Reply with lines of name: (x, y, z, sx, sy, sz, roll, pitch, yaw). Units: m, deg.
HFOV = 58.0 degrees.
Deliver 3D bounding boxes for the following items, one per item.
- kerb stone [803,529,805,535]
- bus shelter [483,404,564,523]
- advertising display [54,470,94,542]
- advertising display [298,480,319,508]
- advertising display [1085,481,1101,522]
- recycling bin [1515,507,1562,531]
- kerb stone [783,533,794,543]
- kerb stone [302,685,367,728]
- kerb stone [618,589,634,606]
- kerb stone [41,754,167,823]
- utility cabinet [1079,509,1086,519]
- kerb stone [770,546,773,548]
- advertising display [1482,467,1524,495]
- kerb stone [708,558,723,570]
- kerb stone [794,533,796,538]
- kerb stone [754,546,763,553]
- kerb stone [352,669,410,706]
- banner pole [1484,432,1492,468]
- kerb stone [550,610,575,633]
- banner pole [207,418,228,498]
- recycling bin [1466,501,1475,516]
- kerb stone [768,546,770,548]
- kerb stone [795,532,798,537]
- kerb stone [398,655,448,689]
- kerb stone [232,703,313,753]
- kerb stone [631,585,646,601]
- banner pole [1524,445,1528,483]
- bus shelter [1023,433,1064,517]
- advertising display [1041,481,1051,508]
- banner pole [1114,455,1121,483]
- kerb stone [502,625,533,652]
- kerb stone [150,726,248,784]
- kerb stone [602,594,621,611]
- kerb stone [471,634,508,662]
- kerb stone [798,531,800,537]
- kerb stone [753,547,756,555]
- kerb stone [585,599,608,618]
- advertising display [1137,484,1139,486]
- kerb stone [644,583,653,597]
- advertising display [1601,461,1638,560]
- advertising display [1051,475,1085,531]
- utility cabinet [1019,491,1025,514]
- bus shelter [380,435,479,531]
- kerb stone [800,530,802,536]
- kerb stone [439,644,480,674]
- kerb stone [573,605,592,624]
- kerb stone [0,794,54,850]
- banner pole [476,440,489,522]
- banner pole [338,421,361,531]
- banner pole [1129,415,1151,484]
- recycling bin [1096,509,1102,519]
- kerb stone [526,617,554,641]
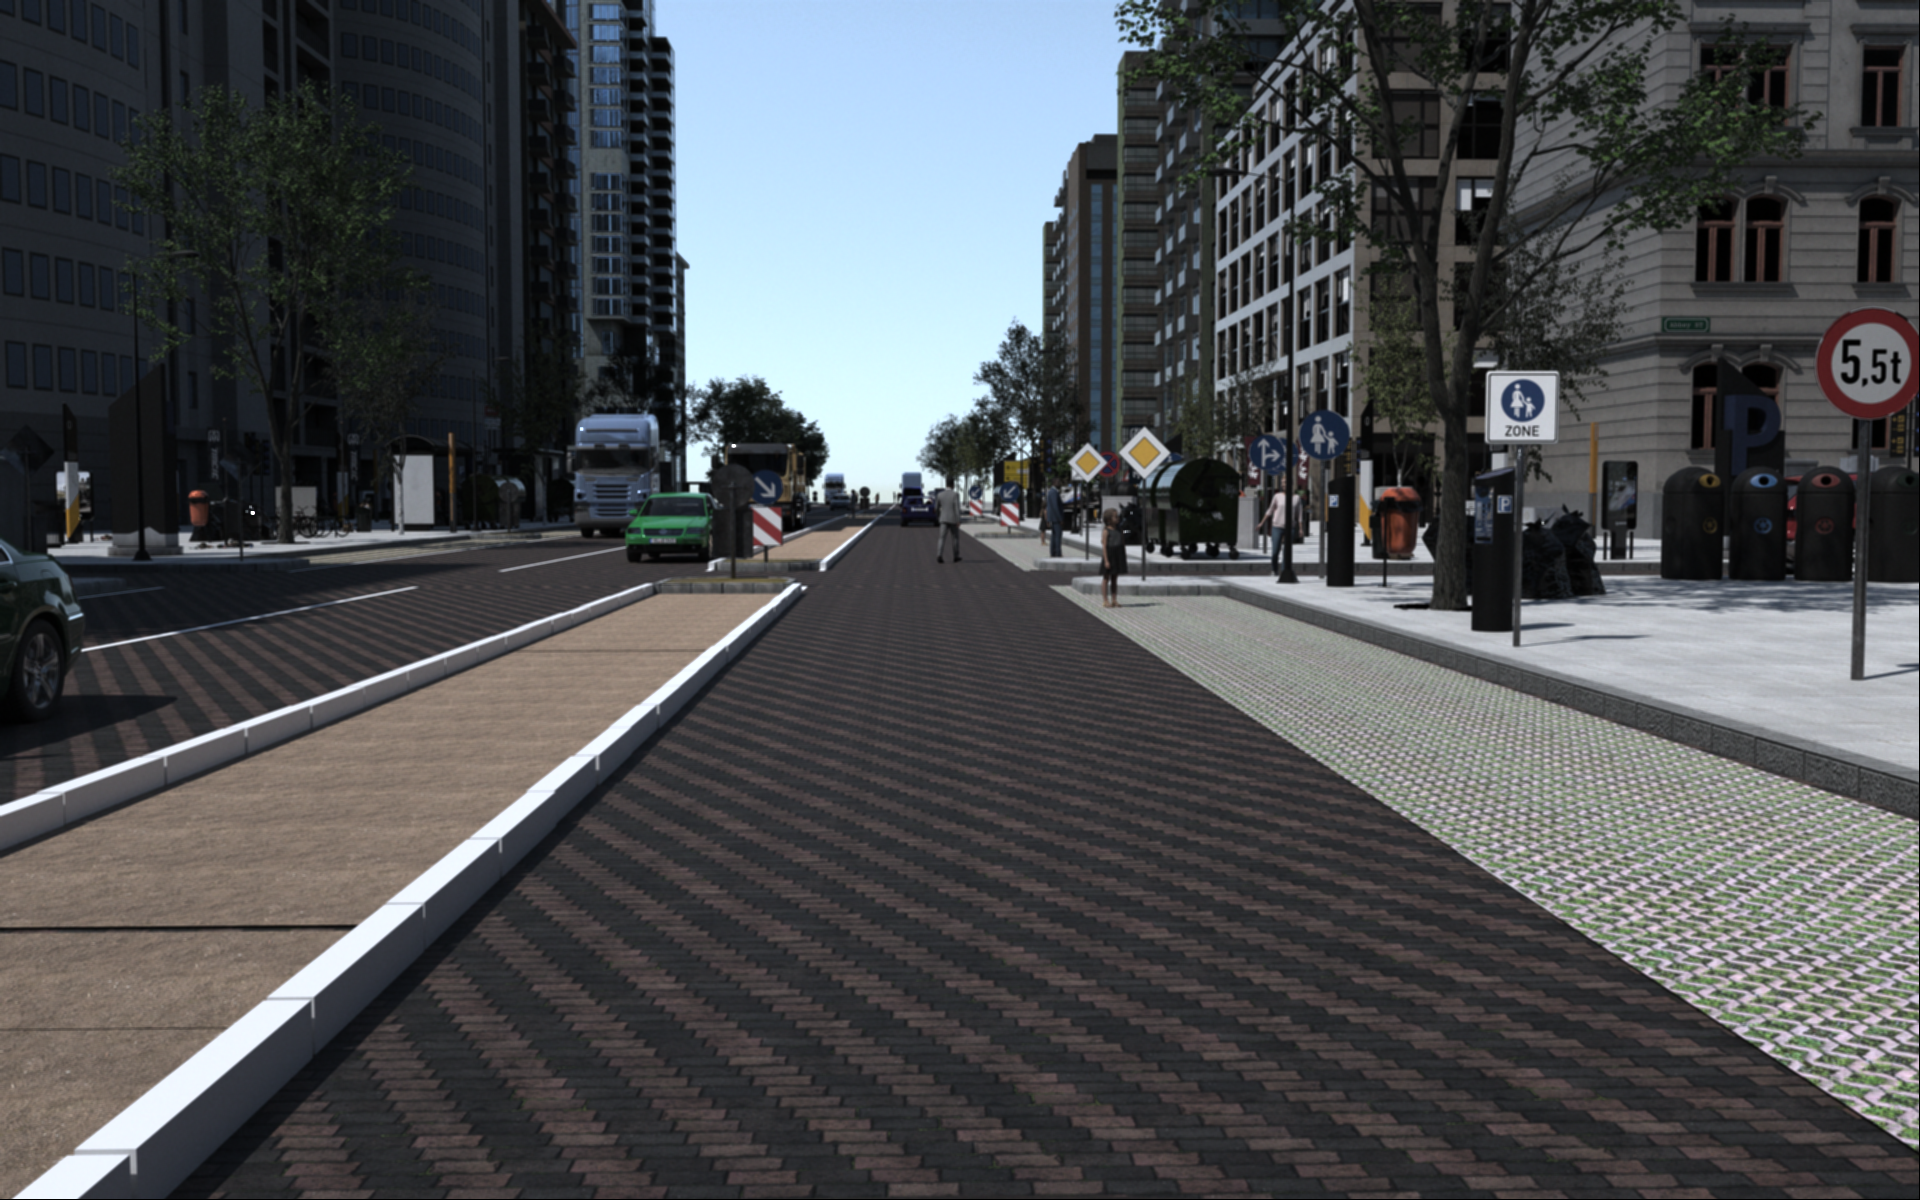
kerb stone: (-5.517, -2.296, 59.742, 0.120, 0.150, 1.000, 0, 4, -2)
bus shelter: (-20.283, -6.275, 80.224, 2.179, 5.291, 8.768, 0, 4, -2)
advertising display: (-23.527, -2.496, 46.026, 0.974, 1.923, 0.123, 0, 3, 0)
advertising display: (-30.274, -4.602, 80.456, 0.123, 1.923, 0.974, 3, 4, 38)
advertising display: (5.942, -4.523, 79.162, 0.974, 1.923, 0.123, 1, 4, 19)
recycling bin: (11.066, -1.270, 33.311, 0.722, 1.027, 0.722, -1, 4, -21)
kerb stone: (-5.323, -1.921, 53.596, 0.120, 0.150, 1.000, 0, 4, -2)
kerb stone: (-4.010, 0.686, 11.023, 0.120, 0.150, 1.000, 0, 4, -2)
kerb stone: (-4.364, -0.002, 22.300, 0.120, 0.150, 1.000, 0, 4, -2)
kerb stone: (-3.930, 0.871, 7.955, 0.120, 0.150, 1.000, 0, 4, -2)
utility cabinet: (6.513, -4.806, 89.739, 0.306, 1.237, 1.020, -1, 4, -19)
kerb stone: (-5.080, -1.418, 45.399, 0.120, 0.150, 1.000, 0, 4, -2)
advertising display: (13.067, -2.234, 41.742, 0.974, 1.923, 0.123, 0, 4, 4)
kerb stone: (-4.691, -0.666, 33.091, 0.120, 0.150, 1.000, 0, 4, -2)
kerb stone: (-5.354, -1.979, 54.623, 0.120, 0.150, 1.000, 0, 4, -2)
kerb stone: (-4.980, -1.231, 42.322, 0.120, 0.150, 1.000, 0, 4, -2)
kerb stone: (-4.046, 0.621, 12.044, 0.120, 0.150, 1.000, 0, 4, -2)
banner pole: (21.171, -4.838, 69.124, 0.863, 3.779, 0.401, 1, 4, 21)
kerb stone: (-4.235, 0.244, 18.203, 0.120, 0.150, 1.000, 0, 4, -2)
banner pole: (-24.331, -4.092, 56.921, 0.401, 3.779, 0.863, 3, 4, 38)
recycling bin: (19.779, -3.313, 66.722, 0.722, 1.027, 0.722, -2, 4, -33)
kerb stone: (-5.037, -1.356, 44.368, 0.120, 0.150, 1.000, 0, 4, -2)
kerb stone: (-5.388, -2.046, 55.644, 0.120, 0.150, 1.000, 0, 4, -2)
kerb stone: (-4.081, 0.558, 13.076, 0.120, 0.150, 1.000, 0, 4, -2)
kerb stone: (-3.984, 0.746, 10.001, 0.120, 0.150, 1.000, 0, 4, -2)
kerb stone: (-4.396, -0.069, 23.322, 0.120, 0.150, 1.000, 0, 4, -2)
banner pole: (14.968, -3.422, 45.964, 0.401, 3.779, 0.863, 2, 4, 32)
bus shelter: (4.830, -7.478, 99.895, 2.179, 5.291, 8.768, 0, 4, -2)
advertising display: (4.468, -4.907, 85.448, 0.974, 1.923, 0.123, 2, 4, 23)
banner pole: (9.929, -7.274, 108.946, 0.863, 3.779, 0.401, -3, 5, -44)
kerb stone: (-4.176, 0.374, 16.159, 0.120, 0.150, 1.000, 0, 4, -2)
kerb stone: (-3.959, 0.808, 8.979, 0.120, 0.150, 1.000, 0, 4, -2)
kerb stone: (-4.335, 0.057, 21.277, 0.120, 0.150, 1.000, 0, 4, -2)
kerb stone: (-4.145, 0.433, 15.124, 0.120, 0.150, 1.000, 0, 4, -2)
kerb stone: (-5.415, -2.108, 56.666, 0.120, 0.150, 1.000, 0, 4, -2)
kerb stone: (-4.914, -1.105, 40.262, 0.120, 0.150, 1.000, 0, 4, -2)
kerb stone: (-4.296, 0.119, 20.256, 0.120, 0.150, 1.000, 0, 4, -2)
advertising display: (10.756, -5.981, 103.011, 0.974, 1.923, 0.123, 1, 4, 23)
kerb stone: (-4.421, -0.131, 24.344, 0.120, 0.150, 1.000, 0, 4, -2)
advertising display: (12.872, -1.749, 33.813, 0.974, 1.923, 0.123, -2, 4, -35)
advertising display: (3.731, -3.347, 59.937, 0.974, 1.923, 0.123, 1, 4, 17)
utility cabinet: (3.732, -6.100, 108.408, 0.318, 1.500, 1.173, -1, 4, -20)
bus shelter: (-18.894, -4.165, 62.018, 2.014, 3.302, 5.546, 0, 4, -2)
kerb stone: (-5.441, -2.169, 57.691, 0.120, 0.150, 1.000, 0, 4, -2)
kerb stone: (-4.113, 0.495, 14.102, 0.120, 0.150, 1.000, 0, 4, -2)
kerb stone: (-4.266, 0.191, 19.232, 0.120, 0.150, 1.000, 0, 4, -2)
kerb stone: (-3.891, 0.937, 6.933, 0.120, 0.150, 1.000, 0, 4, -2)
banner pole: (-21.934, -5.498, 79.901, 0.401, 3.779, 0.863, 0, 4, -3)
banner pole: (-21.084, -4.271, 59.840, 0.863, 3.779, 0.401, -3, 4, -38)
banner pole: (5.734, -3.963, 54.813, 0.863, 3.779, 0.401, 1, 4, 12)
recycling bin: (7.503, -4.758, 90.341, 0.722, 1.027, 0.722, 1, 4, 20)
kerb stone: (-4.212, 0.307, 17.181, 0.120, 0.150, 1.000, 0, 4, -2)
